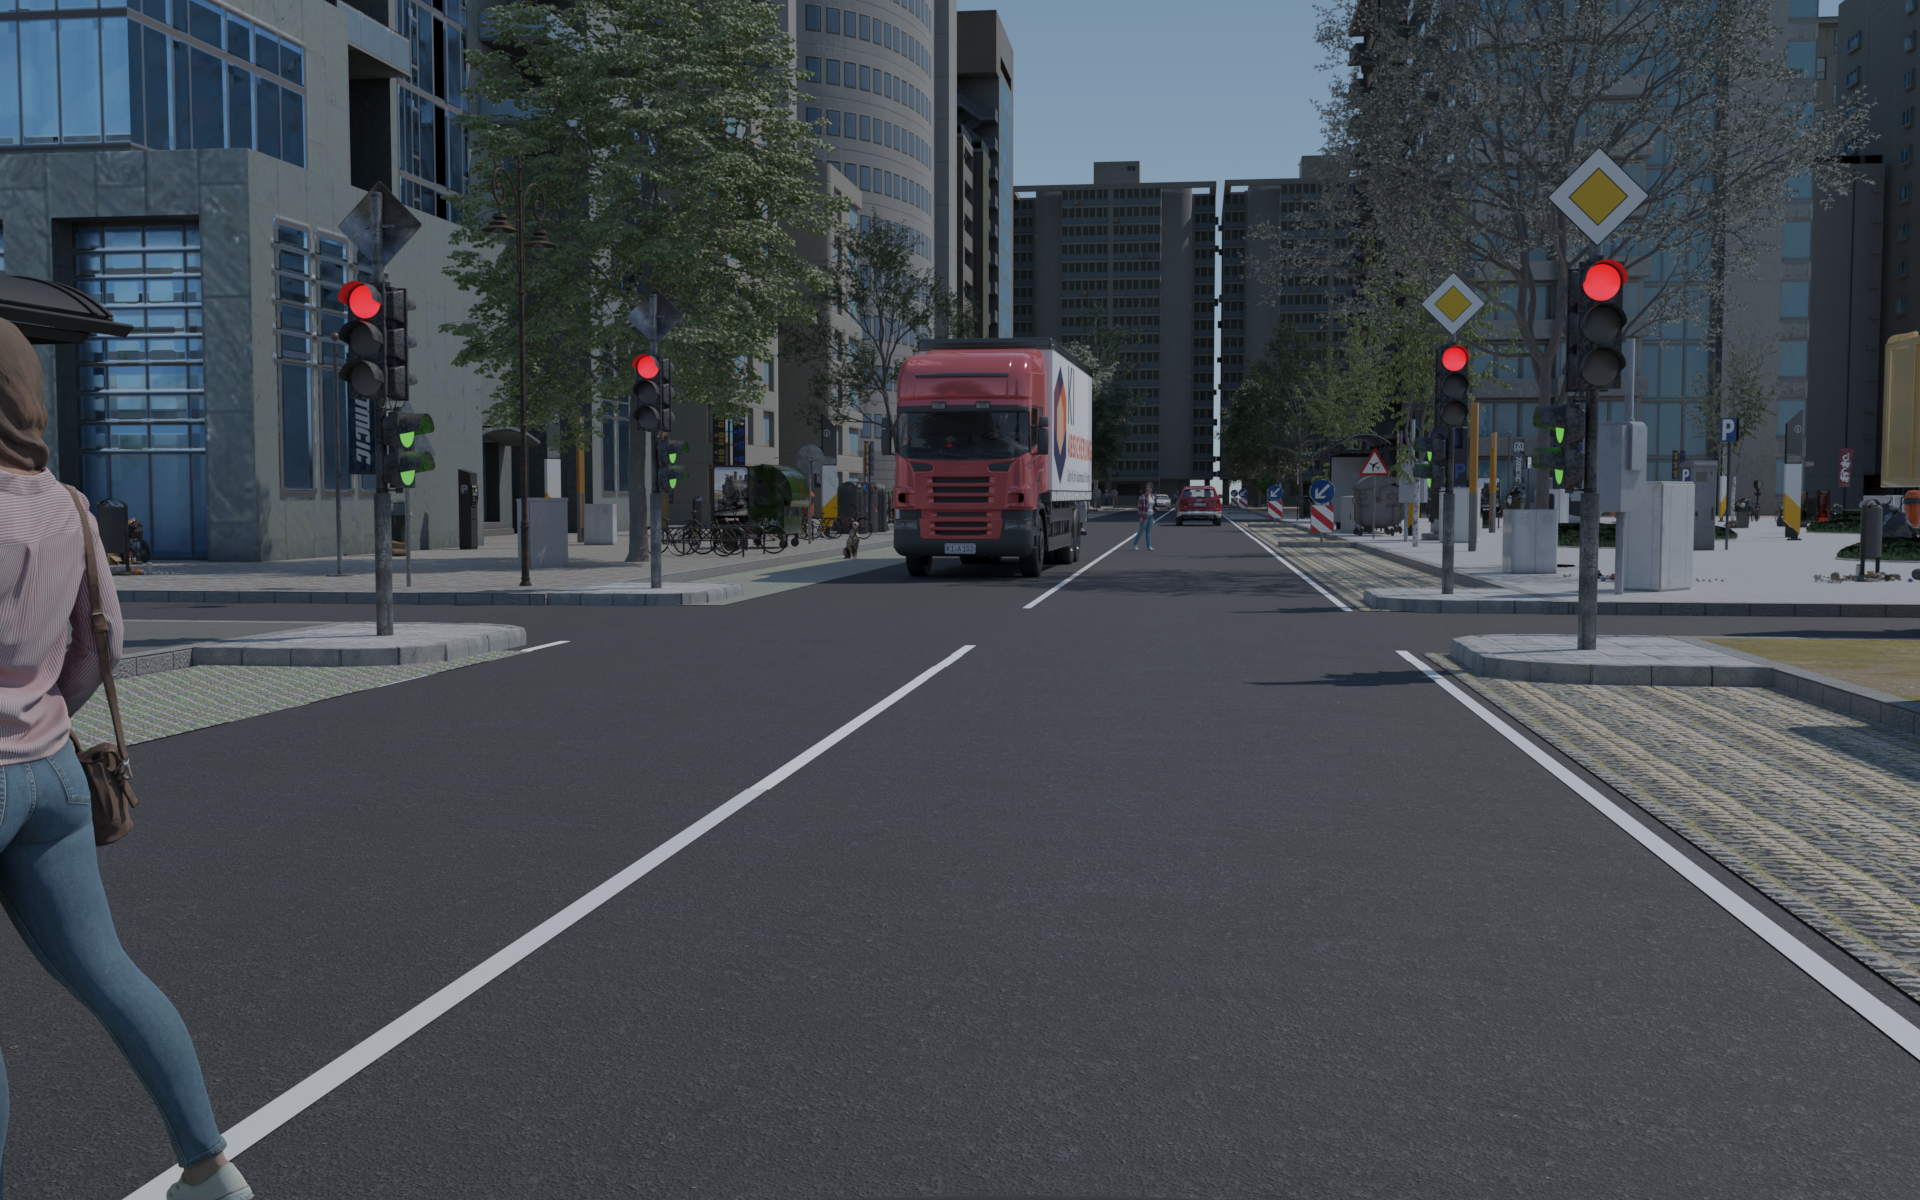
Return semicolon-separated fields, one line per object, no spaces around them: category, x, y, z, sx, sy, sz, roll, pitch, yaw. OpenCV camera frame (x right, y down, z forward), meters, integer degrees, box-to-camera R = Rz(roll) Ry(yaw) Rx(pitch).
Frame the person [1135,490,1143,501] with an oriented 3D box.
person;13.986;-7.667;134.377;0.721;1.766;1.217;3;5;42

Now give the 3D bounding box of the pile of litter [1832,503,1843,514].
pile of litter;41.094;-4.072;80.539;1.719;0.858;1.176;-3;4;-37

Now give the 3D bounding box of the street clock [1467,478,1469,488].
street clock;23.067;-4.541;78.819;0.358;2.002;0.471;2;4;28

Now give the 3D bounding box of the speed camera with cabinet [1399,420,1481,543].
speed camera with cabinet;12.742;-3.159;45.993;2.038;3.252;0.660;2;4;24

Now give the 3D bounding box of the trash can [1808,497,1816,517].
trash can;40.659;-4.340;82.605;0.748;1.137;0.748;0;3;0

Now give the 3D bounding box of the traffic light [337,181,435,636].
traffic light;-5.203;-1.632;15.599;0.839;4.253;0.868;0;4;8

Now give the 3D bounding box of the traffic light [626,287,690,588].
traffic light;-4.128;-2.116;23.512;0.839;4.253;0.868;0;4;8

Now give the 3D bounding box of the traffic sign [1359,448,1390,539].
traffic sign;11.787;-3.015;49.304;0.884;2.594;0.081;1;4;10

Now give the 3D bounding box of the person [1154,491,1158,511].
person;16.985;-8.595;149.966;0.436;1.711;0.756;1;4;17

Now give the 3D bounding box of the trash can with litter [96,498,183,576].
trash can with litter;-13.806;-1.019;27.717;2.233;1.210;1.678;1;4;14

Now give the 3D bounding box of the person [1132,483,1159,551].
person;4.723;-2.119;43.989;0.563;1.720;0.643;-3;4;-39

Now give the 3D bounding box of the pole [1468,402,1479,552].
pole;11.464;-2.741;38.661;0.158;3.312;0.155;0;3;0

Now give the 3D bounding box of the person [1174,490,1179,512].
person;17.784;-8.130;141.977;0.434;1.755;0.990;1;4;10

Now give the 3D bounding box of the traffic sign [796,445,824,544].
traffic sign;-3.878;-2.722;44.613;0.768;2.556;0.104;1;4;17

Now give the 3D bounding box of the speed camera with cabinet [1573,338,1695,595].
speed camera with cabinet;8.915;-1.736;22.719;2.038;3.252;0.660;-3;5;-42

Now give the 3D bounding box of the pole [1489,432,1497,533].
pole;17.614;-3.877;57.231;0.158;3.312;0.155;0;3;0

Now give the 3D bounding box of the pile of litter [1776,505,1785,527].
pile of litter;32.837;-3.323;68.304;1.719;0.858;1.176;-3;4;-38

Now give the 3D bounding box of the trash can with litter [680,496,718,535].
trash can with litter;-8.109;-2.694;55.098;1.678;1.210;2.233;1;4;14

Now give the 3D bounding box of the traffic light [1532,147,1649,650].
traffic light;5.165;-1.547;14.211;0.839;4.253;0.868;0;4;8

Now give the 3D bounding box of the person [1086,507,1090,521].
person;6.700;-5.190;93.213;0.638;1.841;0.748;-3;4;-37

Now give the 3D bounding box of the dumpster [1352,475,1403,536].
dumpster;12.826;-2.921;53.516;1.264;1.857;1.865;0;4;8

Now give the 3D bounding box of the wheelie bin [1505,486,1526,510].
wheelie bin;21.555;-3.625;67.184;0.693;1.594;0.980;2;4;32

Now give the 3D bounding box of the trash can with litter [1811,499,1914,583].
trash can with litter;13.241;-0.897;25.717;2.233;1.210;1.678;-3;4;-39

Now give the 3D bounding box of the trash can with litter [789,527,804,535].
trash can with litter;-5.286;-2.608;54.023;0.624;1.170;1.055;2;4;25

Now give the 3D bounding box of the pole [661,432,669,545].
pole;-7.511;-3.069;44.016;0.158;3.312;0.155;0;3;0

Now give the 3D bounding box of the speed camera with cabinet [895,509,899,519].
speed camera with cabinet;-2.065;-4.222;63.360;0.660;3.252;2.038;0;4;-1

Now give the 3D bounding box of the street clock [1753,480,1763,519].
street clock;40.229;-5.063;87.353;0.471;2.002;0.358;-3;4;-37

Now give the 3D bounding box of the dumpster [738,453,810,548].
dumpster;-4.529;-2.377;41.361;1.502;2.255;1.985;0;4;8

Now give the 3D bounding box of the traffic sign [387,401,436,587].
traffic sign;-7.623;-1.460;23.876;0.884;2.594;0.081;1;4;17

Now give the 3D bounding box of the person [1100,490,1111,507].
person;15.196;-10.480;179.930;1.350;1.814;0.705;0;4;3

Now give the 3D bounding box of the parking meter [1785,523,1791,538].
parking meter;24.561;-2.773;51.049;0.399;1.863;0.255;2;4;28

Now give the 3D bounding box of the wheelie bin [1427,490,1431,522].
wheelie bin;21.890;-4.397;79.798;0.980;1.594;0.693;1;4;14

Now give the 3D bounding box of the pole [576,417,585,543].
pole;-10.000;-3.168;45.647;0.158;3.312;0.155;0;3;0

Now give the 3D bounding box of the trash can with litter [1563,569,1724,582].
trash can with litter;10.125;-0.913;25.989;1.678;1.210;2.233;-2;4;-29

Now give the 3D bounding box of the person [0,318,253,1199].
person;-1.695;0.361;3.193;0.643;1.750;0.593;1;4;10

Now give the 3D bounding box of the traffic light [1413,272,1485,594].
traffic light;6.241;-2.031;22.123;0.839;4.253;0.868;0;4;8

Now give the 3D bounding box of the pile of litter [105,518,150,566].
pile of litter;-15.436;-1.082;31.658;1.176;0.858;1.719;0;4;0

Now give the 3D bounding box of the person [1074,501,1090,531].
person;4.664;-3.566;66.646;0.661;1.843;0.795;-2;4;-24

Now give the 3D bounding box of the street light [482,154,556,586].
street light;-6.070;-3.134;24.021;0.468;5.910;1.993;0;4;8

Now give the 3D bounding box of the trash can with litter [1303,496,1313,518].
trash can with litter;18.999;-5.061;94.135;1.055;1.170;0.624;-3;5;-41

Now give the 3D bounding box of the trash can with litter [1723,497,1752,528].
trash can with litter;29.166;-3.282;65.043;0.624;1.170;1.055;-2;4;-25

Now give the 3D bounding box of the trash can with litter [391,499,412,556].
trash can with litter;-11.633;-1.507;36.025;0.624;1.170;1.055;-2;4;-26

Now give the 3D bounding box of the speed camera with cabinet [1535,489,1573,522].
speed camera with cabinet;20.417;-3.916;58.359;0.660;3.252;2.038;-3;4;-39
